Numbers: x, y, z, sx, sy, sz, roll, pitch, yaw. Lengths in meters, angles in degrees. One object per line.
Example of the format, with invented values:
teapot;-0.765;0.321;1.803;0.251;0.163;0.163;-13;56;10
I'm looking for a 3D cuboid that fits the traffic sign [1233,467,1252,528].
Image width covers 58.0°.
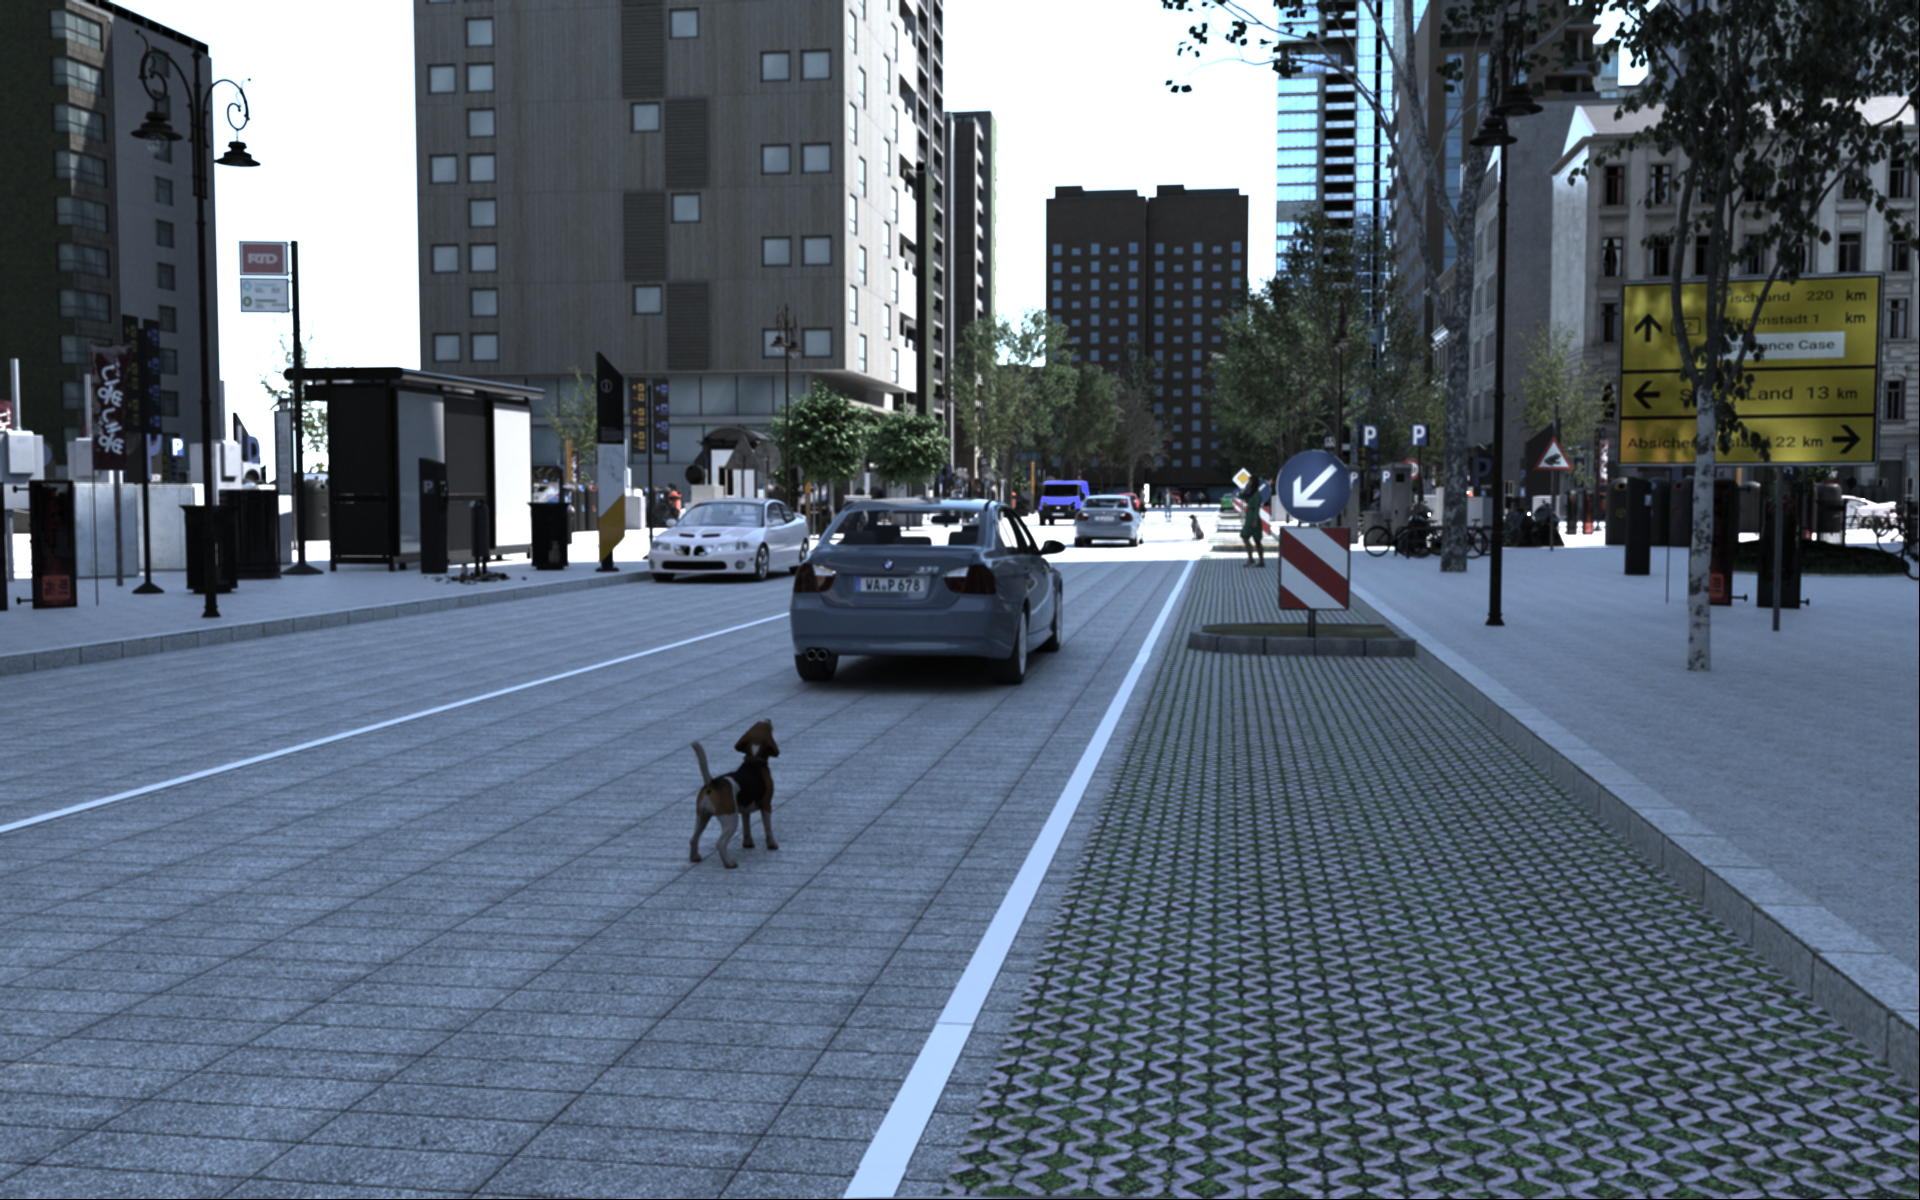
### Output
traffic sign;10.706;-3.783;65.495;0.795;2.450;0.064;1;4;9

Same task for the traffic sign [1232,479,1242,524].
traffic sign;11.919;-4.266;73.388;0.795;2.450;0.064;1;4;9

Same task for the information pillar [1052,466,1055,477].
information pillar;7.848;-9.439;145.678;0.183;3.616;0.504;1;4;18

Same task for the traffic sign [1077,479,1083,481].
traffic sign;9.866;-8.729;142.829;0.768;2.556;0.104;1;4;13

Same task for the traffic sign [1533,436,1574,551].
traffic sign;13.293;-2.375;38.841;0.884;2.594;0.081;1;4;14

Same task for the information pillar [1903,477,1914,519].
information pillar;41.735;-4.388;76.233;0.304;2.012;0.304;1;4;10

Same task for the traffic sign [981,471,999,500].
traffic sign;1.302;-4.366;75.033;0.795;2.450;0.064;1;4;9

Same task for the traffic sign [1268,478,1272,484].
traffic sign;24.061;-8.195;133.995;0.884;2.594;0.081;1;4;12

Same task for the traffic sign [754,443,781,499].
traffic sign;-4.821;-2.627;43.055;0.768;2.556;0.104;1;4;18

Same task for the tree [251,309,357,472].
tree;-25.637;-7.203;68.131;4.737;8.622;4.395;0;3;0

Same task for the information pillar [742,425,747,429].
information pillar;-7.098;-4.093;58.278;0.504;3.616;0.183;0;4;0

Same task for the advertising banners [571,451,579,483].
advertising banners;-14.888;-4.484;69.504;2.074;3.025;0.090;2;4;27

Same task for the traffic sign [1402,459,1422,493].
traffic sign;16.246;-3.815;62.476;0.768;2.556;0.104;1;4;17

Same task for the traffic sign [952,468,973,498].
traffic sign;0.089;-3.884;67.141;0.795;2.450;0.064;1;4;9

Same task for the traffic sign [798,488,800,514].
traffic sign;-4.826;-3.169;51.916;0.768;2.556;0.104;1;4;10

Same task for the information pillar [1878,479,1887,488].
information pillar;43.690;-4.745;82.073;0.304;2.012;0.304;-2;4;-29

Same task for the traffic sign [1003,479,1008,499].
traffic sign;3.143;-7.255;119.806;0.795;2.450;0.064;1;4;18

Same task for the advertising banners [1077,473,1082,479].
advertising banners;9.403;-9.095;144.893;0.090;3.025;2.074;-3;5;-43

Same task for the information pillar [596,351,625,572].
information pillar;-5.785;-2.281;28.646;0.183;3.616;0.504;3;5;45

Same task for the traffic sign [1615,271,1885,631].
traffic sign;7.358;-1.369;16.261;2.265;3.308;0.079;1;4;18

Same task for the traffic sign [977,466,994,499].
traffic sign;1.152;-4.757;77.889;0.768;2.556;0.104;1;4;10

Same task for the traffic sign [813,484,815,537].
traffic sign;-4.339;-3.147;51.462;0.884;2.594;0.081;1;4;16

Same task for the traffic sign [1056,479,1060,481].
traffic sign;8.384;-9.069;148.376;0.768;2.556;0.104;1;4;17

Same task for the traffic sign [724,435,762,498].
traffic sign;-4.741;-2.313;37.816;0.884;2.594;0.081;1;4;13

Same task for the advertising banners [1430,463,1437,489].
advertising banners;27.039;-6.151;96.762;0.090;3.025;2.074;-2;4;-32

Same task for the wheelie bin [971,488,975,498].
wheelie bin;0.331;-5.088;91.096;0.980;1.594;0.693;-3;4;-38

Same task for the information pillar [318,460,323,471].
information pillar;-44.461;-7.897;120.467;0.504;3.616;0.183;2;4;32

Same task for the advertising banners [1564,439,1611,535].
advertising banners;19.759;-3.565;54.479;2.074;3.025;0.090;-2;4;-31

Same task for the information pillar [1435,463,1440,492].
information pillar;36.217;-8.557;131.265;0.183;3.616;0.504;-1;4;-19

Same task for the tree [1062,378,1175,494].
tree;15.839;-16.495;180.060;12.009;13.543;11.850;0;3;0

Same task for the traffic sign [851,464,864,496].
traffic sign;-4.133;-4.119;67.444;0.768;2.556;0.104;1;4;14

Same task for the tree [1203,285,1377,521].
tree;17.889;-10.140;91.547;9.928;11.665;9.643;0;3;0

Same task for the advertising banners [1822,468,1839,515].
advertising banners;23.457;-3.180;48.185;2.074;3.025;0.090;1;4;12

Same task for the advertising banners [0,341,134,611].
advertising banners;-10.214;-1.420;19.400;0.090;3.025;2.074;2;4;35

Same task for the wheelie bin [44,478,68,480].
wheelie bin;-17.643;-1.582;33.767;0.980;1.594;0.693;-2;4;-25

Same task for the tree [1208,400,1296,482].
tree;29.188;-15.315;167.412;9.611;12.733;9.660;0;3;0

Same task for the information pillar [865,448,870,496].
information pillar;-3.591;-4.620;66.886;0.183;3.616;0.504;-1;4;-16

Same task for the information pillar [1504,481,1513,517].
information pillar;30.910;-5.696;97.622;0.304;2.012;0.304;-3;4;-36

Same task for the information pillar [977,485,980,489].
information pillar;1.579;-8.270;139.702;0.304;2.012;0.304;-3;5;-43

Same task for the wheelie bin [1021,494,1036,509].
wheelie bin;5.134;-7.620;132.494;0.980;1.594;0.693;-1;4;-17

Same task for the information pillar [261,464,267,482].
information pillar;-52.756;-8.556;131.249;0.504;3.616;0.183;-2;4;-31

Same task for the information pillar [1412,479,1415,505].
information pillar;33.026;-8.273;126.618;0.504;3.616;0.183;3;4;36

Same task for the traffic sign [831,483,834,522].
traffic sign;-3.864;-3.201;52.436;0.768;2.556;0.104;1;4;12

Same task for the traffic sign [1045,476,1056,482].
traffic sign;6.323;-7.420;121.430;0.768;2.556;0.104;1;4;10

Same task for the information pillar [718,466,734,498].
information pillar;-6.162;-2.521;45.711;0.304;2.012;0.304;3;4;39

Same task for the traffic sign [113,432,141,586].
traffic sign;-11.725;-1.467;24.093;0.768;2.556;0.104;1;4;14

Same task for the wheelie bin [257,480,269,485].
wheelie bin;-15.538;-1.877;38.596;0.693;1.594;0.980;-3;4;-36

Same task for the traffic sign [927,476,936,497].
traffic sign;-1.543;-5.140;84.138;0.768;2.556;0.104;1;4;13

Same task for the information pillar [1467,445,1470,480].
information pillar;22.595;-5.257;77.298;0.183;3.616;0.504;3;4;36

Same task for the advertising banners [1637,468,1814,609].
advertising banners;8.685;-1.450;19.903;2.074;3.025;0.090;3;5;43

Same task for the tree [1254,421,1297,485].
tree;23.274;-10.940;129.230;4.737;8.622;4.395;0;3;0
